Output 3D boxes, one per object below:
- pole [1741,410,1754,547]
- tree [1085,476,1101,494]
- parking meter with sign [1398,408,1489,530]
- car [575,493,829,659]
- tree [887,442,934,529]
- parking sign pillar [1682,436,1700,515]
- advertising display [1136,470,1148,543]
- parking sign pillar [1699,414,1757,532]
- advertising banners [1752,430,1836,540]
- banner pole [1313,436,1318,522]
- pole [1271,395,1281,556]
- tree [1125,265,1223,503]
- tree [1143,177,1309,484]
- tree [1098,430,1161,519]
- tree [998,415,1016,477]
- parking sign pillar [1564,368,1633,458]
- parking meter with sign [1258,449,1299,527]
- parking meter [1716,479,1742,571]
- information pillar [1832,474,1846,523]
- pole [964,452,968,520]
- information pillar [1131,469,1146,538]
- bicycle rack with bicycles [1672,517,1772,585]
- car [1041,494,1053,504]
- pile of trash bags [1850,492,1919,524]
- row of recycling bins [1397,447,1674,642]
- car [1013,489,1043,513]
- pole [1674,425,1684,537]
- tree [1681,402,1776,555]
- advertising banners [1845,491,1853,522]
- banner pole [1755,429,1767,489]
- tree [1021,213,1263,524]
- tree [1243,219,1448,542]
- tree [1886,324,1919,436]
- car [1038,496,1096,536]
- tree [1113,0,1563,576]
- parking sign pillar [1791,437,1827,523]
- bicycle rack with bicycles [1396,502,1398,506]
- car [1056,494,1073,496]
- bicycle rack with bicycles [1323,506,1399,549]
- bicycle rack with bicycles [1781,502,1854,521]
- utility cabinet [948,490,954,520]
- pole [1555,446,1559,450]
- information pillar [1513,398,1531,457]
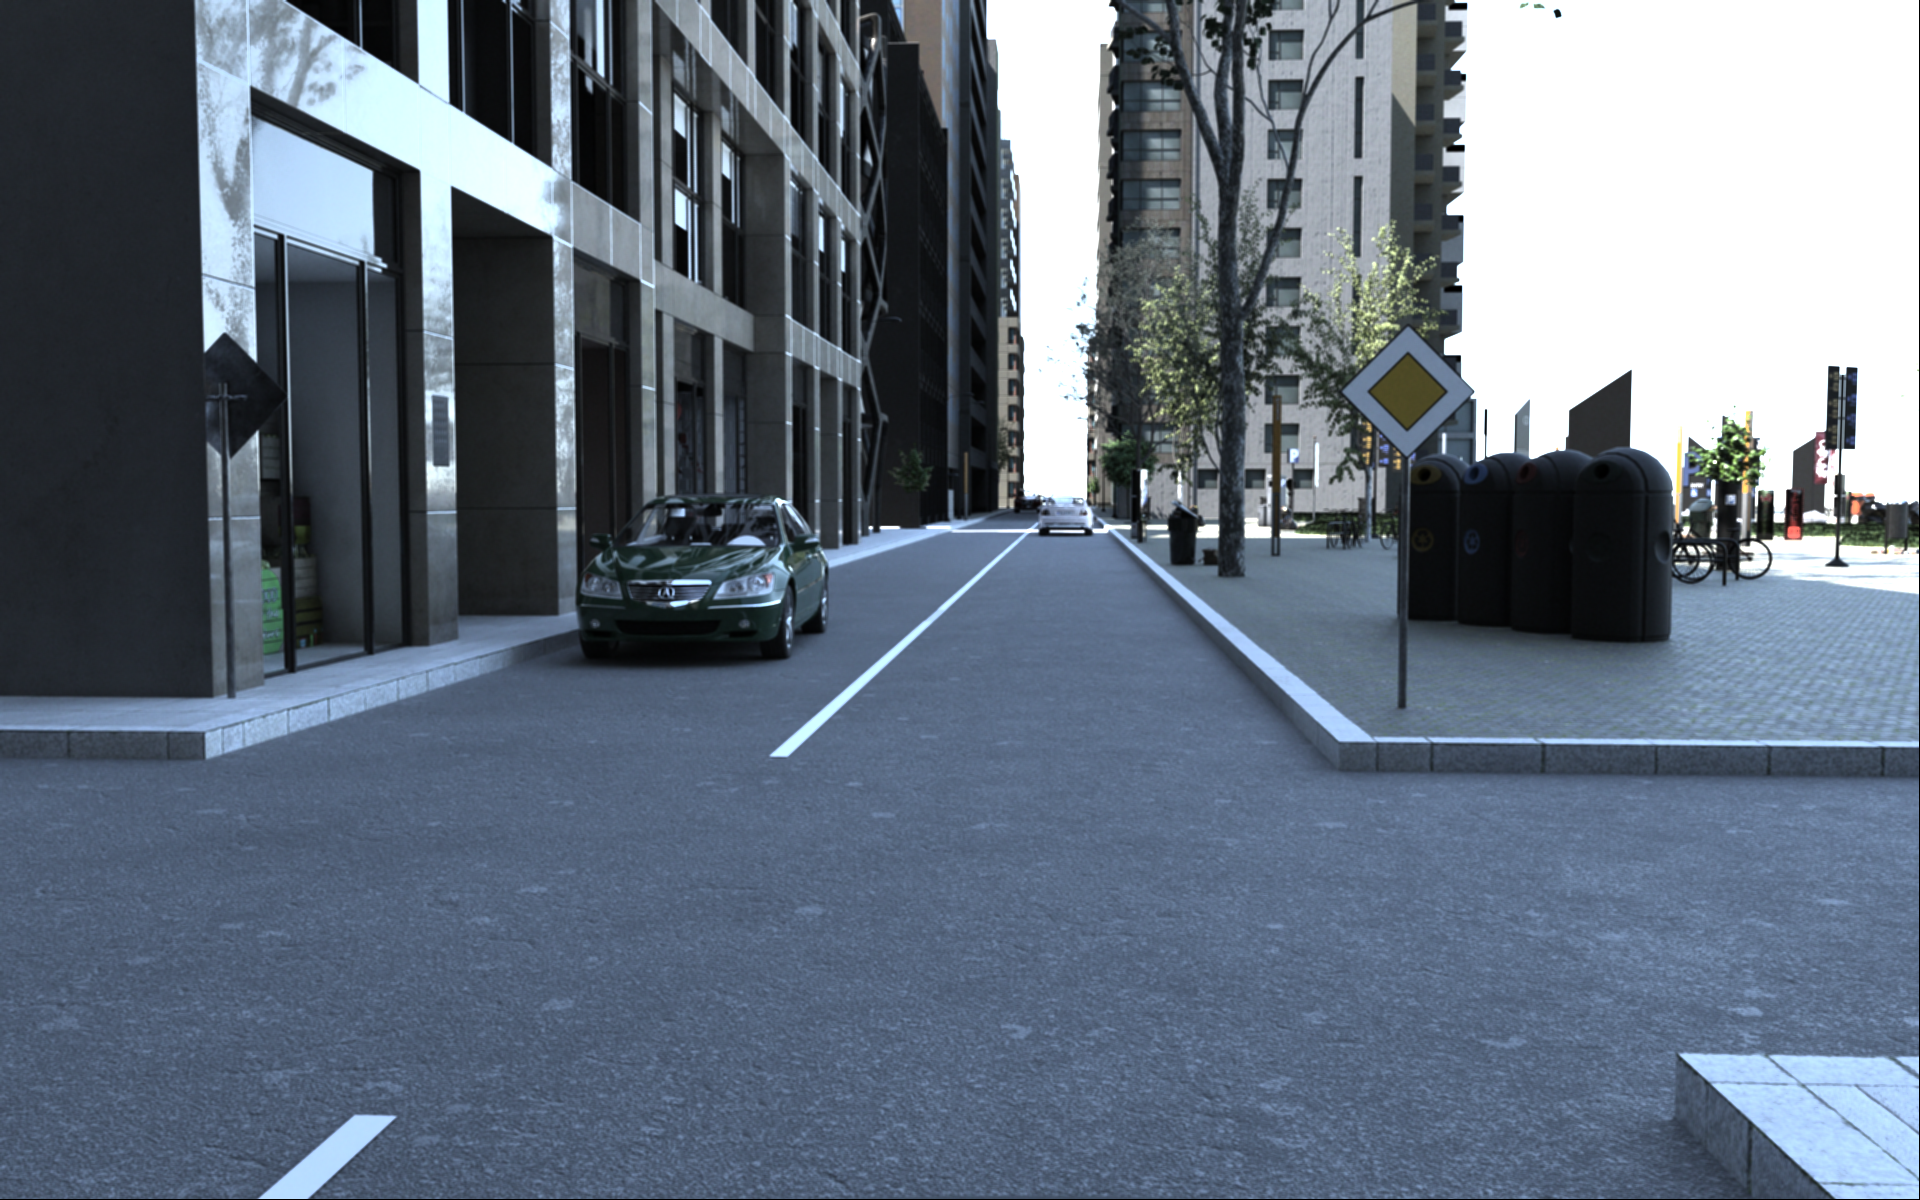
[{"bbox_3d":[19.127,-2.949,42.059,0.158,3.312,0.155,0,3,0],"label":"pole"},{"bbox_3d":[13.278,-10.666,168.997,1.663,3.219,1.824,0,3,0],"label":"tree"},{"bbox_3d":[9.878,-2.396,35.431,1.738,3.016,0.543,1,4,18],"label":"parking meter with sign"},{"bbox_3d":[-2.337,-0.294,16.599,2.131,1.459,4.920,0,4,2],"label":"car"},{"bbox_3d":[-1.671,-4.272,64.442,1.663,3.219,1.824,0,3,0],"label":"tree"},{"bbox_3d":[33.731,-5.551,79.233,1.447,3.967,1.447,-2,4,-28],"label":"parking sign pillar"},{"bbox_3d":[4.827,-2.488,45.892,0.123,1.923,0.974,1,4,18],"label":"advertising display"},{"bbox_3d":[25.942,-4.249,57.938,1.447,3.967,1.447,-2,4,-30],"label":"parking sign pillar"},{"bbox_3d":[23.016,-3.158,47.817,2.074,3.025,0.090,0,4,7],"label":"advertising banners"},{"bbox_3d":[15.329,-5.176,74.644,0.401,3.779,0.863,2,4,26],"label":"banner pole"},{"bbox_3d":[6.557,-2.573,35.906,0.158,3.312,0.155,0,3,0],"label":"pole"},{"bbox_3d":[7.472,-6.511,56.812,4.737,8.622,4.395,0,3,0],"label":"tree"},{"bbox_3d":[6.283,-5.553,41.146,4.360,8.622,3.978,0,3,0],"label":"tree"},{"bbox_3d":[8.690,-6.416,88.614,4.285,4.588,4.351,0,3,0],"label":"tree"},{"bbox_3d":[3.367,-12.931,161.788,4.737,8.622,4.395,0,3,0],"label":"tree"},{"bbox_3d":[13.734,-2.988,37.329,1.447,3.967,1.447,0,4,7],"label":"parking sign pillar"},{"bbox_3d":[12.291,-4.337,67.178,0.543,3.016,1.738,-3,4,-36],"label":"parking meter with sign"},{"bbox_3d":[12.923,-1.266,29.111,0.372,1.533,0.369,0,3,0],"label":"parking meter"},{"bbox_3d":[31.445,-3.514,61.951,0.304,2.012,0.304,-2,4,-28],"label":"information pillar"},{"bbox_3d":[0.285,-5.537,84.365,0.158,3.312,0.155,0,3,0],"label":"pole"},{"bbox_3d":[5.163,-2.794,50.171,0.304,2.012,0.304,-2,4,-35],"label":"information pillar"},{"bbox_3d":[10.338,-0.754,25.703,2.925,0.926,2.852,2,4,31],"label":"bicycle rack with bicycles"},{"bbox_3d":[12.137,-13.924,239.662,2.014,1.417,4.499,0,4,3],"label":"car"},{"bbox_3d":[39.476,-3.949,74.320,1.912,1.369,3.447,1,4,10],"label":"pile of trash bags"},{"bbox_3d":[5.442,-0.582,16.629,1.069,1.692,3.534,-1,4,-20],"label":"row of recycling bins"},{"bbox_3d":[5.220,-7.563,132.320,2.281,1.827,5.304,0,4,4],"label":"car"},{"bbox_3d":[21.258,-3.509,51.207,0.158,3.312,0.155,0,3,0],"label":"pole"},{"bbox_3d":[16.385,-2.566,36.559,1.663,3.219,1.824,0,3,0],"label":"tree"},{"bbox_3d":[32.600,-4.155,64.119,0.090,3.025,2.074,0,4,6],"label":"advertising banners"},{"bbox_3d":[30.731,-4.688,66.664,0.401,3.779,0.863,-2,4,-24],"label":"banner pole"},{"bbox_3d":[7.873,-10.072,75.043,12.009,13.543,11.850,0,3,0],"label":"tree"},{"bbox_3d":[10.708,-5.861,46.188,4.737,8.622,4.395,0,3,0],"label":"tree"},{"bbox_3d":[34.200,-6.641,58.937,4.737,8.622,4.395,0,3,0],"label":"tree"},{"bbox_3d":[3.755,-2.974,60.985,2.083,1.381,4.827,0,4,5],"label":"car"},{"bbox_3d":[3.390,-10.362,25.303,12.611,20.169,13.585,0,3,0],"label":"tree"},{"bbox_3d":[35.368,-5.119,72.174,1.447,3.967,1.447,2,4,27],"label":"parking sign pillar"},{"bbox_3d":[19.409,-3.734,74.440,2.925,0.926,2.852,0,4,-2],"label":"bicycle rack with bicycles"},{"bbox_3d":[7.066,-6.564,117.109,2.009,1.686,4.222,0,4,4],"label":"car"},{"bbox_3d":[9.678,-1.684,40.923,2.852,0.926,2.925,2,4,34],"label":"bicycle rack with bicycles"},{"bbox_3d":[40.018,-4.146,81.170,2.925,0.926,2.852,3,5,40],"label":"bicycle rack with bicycles"},{"bbox_3d":[-0.643,-4.627,84.336,0.318,1.500,1.173,-1,4,-21],"label":"utility cabinet"},{"bbox_3d":[25.478,-4.902,73.988,0.158,3.312,0.155,0,3,0],"label":"pole"},{"bbox_3d":[13.663,-3.105,42.120,0.504,3.616,0.183,-2,4,-26],"label":"information pillar"}]
